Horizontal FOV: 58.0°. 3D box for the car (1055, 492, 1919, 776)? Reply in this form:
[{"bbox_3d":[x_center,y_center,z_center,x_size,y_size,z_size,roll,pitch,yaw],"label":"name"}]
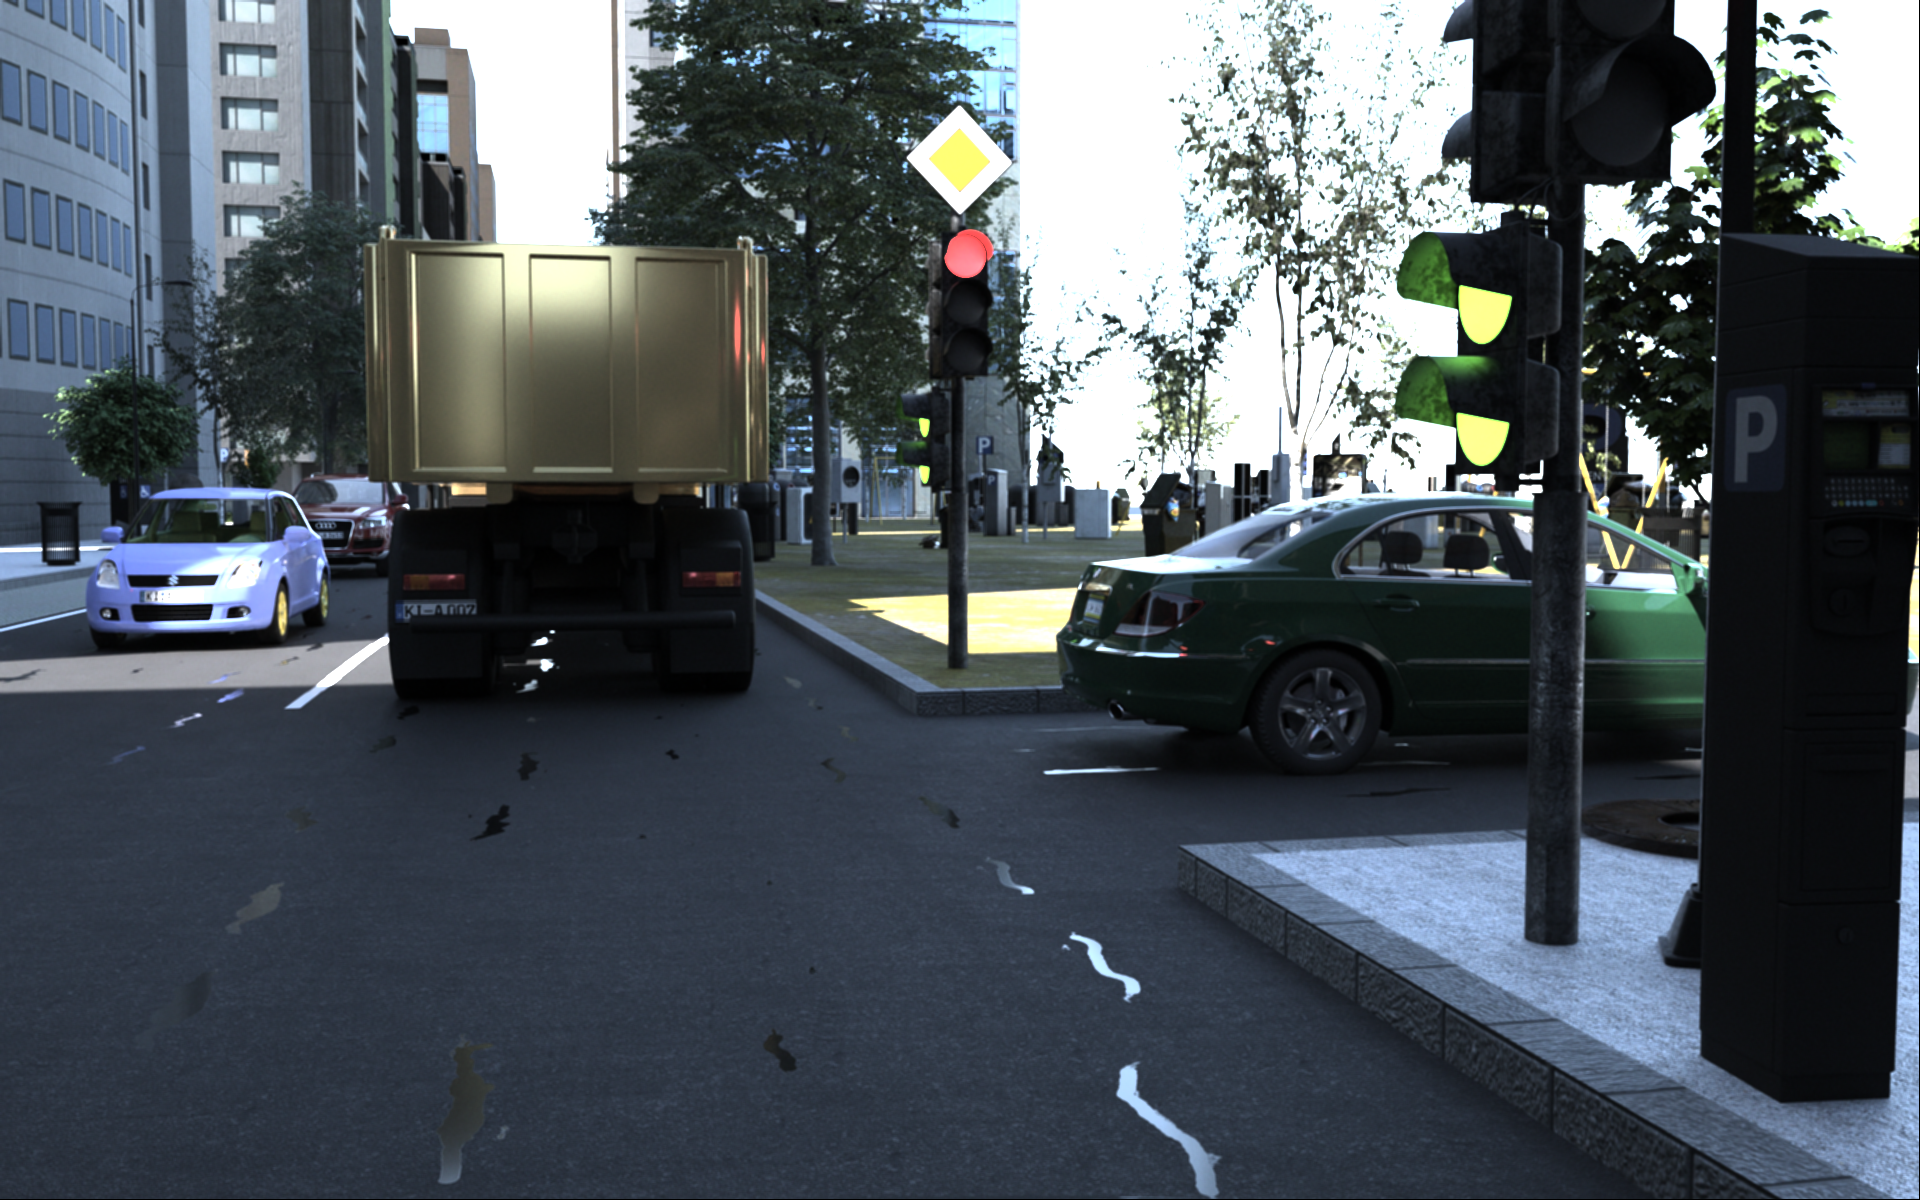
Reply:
[{"bbox_3d":[3.008,0.116,9.900,4.920,1.459,2.131,-1,4,-11],"label":"car"}]

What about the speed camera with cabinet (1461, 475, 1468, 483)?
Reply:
[{"bbox_3d":[26.487,-6.042,93.129,2.038,3.252,0.660,-1,4,-21],"label":"speed camera with cabinet"}]

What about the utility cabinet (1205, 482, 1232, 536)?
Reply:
[{"bbox_3d":[4.756,-1.413,31.784,0.318,1.500,1.173,1,4,18],"label":"utility cabinet"}]

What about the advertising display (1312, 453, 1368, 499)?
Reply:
[{"bbox_3d":[6.010,-1.361,27.463,0.123,1.923,0.974,-3,5,-41],"label":"advertising display"}]

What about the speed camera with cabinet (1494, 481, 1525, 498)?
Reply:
[{"bbox_3d":[20.127,-4.217,63.287,0.660,3.252,2.038,0,4,-1],"label":"speed camera with cabinet"}]

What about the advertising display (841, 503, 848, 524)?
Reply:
[{"bbox_3d":[-4.803,-4.217,74.155,0.123,1.923,0.974,-3,4,-37],"label":"advertising display"}]

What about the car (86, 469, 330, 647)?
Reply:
[{"bbox_3d":[-7.488,-0.480,17.445,1.945,1.707,3.694,-1,4,-11],"label":"car"}]

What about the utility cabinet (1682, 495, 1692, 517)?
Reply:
[{"bbox_3d":[32.686,-4.125,78.608,0.306,1.237,1.020,-1,4,-23],"label":"utility cabinet"}]

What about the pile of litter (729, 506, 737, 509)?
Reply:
[{"bbox_3d":[-8.154,-3.068,64.119,1.176,0.858,1.719,2,4,30],"label":"pile of litter"}]

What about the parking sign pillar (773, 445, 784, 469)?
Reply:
[{"bbox_3d":[-6.303,-4.245,57.879,1.447,3.967,1.447,1,4,14],"label":"parking sign pillar"}]

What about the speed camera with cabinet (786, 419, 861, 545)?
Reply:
[{"bbox_3d":[-3.488,-3.066,44.467,2.038,3.252,0.660,-3,5,-43],"label":"speed camera with cabinet"}]

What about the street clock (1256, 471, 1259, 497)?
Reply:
[{"bbox_3d":[9.332,-2.992,53.496,0.358,2.002,0.471,2,4,32],"label":"street clock"}]

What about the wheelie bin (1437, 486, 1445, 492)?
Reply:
[{"bbox_3d":[18.914,-3.642,67.461,0.980,1.594,0.693,-3,4,-38],"label":"wheelie bin"}]

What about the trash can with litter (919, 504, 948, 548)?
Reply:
[{"bbox_3d":[-0.458,-1.806,40.910,1.055,1.170,0.624,1,4,19],"label":"trash can with litter"}]

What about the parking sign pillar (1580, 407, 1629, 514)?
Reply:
[{"bbox_3d":[13.737,-2.997,37.478,1.447,3.967,1.447,1,4,11],"label":"parking sign pillar"}]

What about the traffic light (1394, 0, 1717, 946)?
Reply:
[{"bbox_3d":[1.684,-0.976,4.872,0.839,4.253,0.868,-1,4,-12],"label":"traffic light"}]

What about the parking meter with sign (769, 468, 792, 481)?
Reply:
[{"bbox_3d":[-5.320,-3.362,51.233,0.543,3.016,1.738,3,5,43],"label":"parking meter with sign"}]

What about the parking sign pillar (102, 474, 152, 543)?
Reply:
[{"bbox_3d":[-22.065,-3.521,46.039,1.447,3.967,1.447,2,4,34],"label":"parking sign pillar"}]

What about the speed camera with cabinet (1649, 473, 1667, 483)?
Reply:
[{"bbox_3d":[30.151,-4.893,74.331,0.660,3.252,2.038,2,4,27],"label":"speed camera with cabinet"}]

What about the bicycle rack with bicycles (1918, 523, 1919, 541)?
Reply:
[{"bbox_3d":[24.369,-1.964,45.498,2.925,0.926,2.852,2,4,25],"label":"bicycle rack with bicycles"}]

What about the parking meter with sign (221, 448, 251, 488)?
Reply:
[{"bbox_3d":[-27.042,-4.221,65.269,1.738,3.016,0.543,1,4,16],"label":"parking meter with sign"}]

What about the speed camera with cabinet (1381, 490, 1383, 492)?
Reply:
[{"bbox_3d":[15.280,-4.420,66.605,2.038,3.252,0.660,1,4,17],"label":"speed camera with cabinet"}]

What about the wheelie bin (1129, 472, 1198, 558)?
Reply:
[{"bbox_3d":[3.071,-1.074,25.472,0.693,1.594,0.980,-1,4,-23],"label":"wheelie bin"}]

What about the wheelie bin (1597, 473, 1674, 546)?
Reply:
[{"bbox_3d":[10.029,-1.105,25.983,0.980,1.594,0.693,-2,4,-27],"label":"wheelie bin"}]

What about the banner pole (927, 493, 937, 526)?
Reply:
[{"bbox_3d":[-1.109,-4.896,70.063,0.401,3.779,0.863,-1,4,-9],"label":"banner pole"}]

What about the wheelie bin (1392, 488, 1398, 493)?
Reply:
[{"bbox_3d":[21.504,-4.803,86.442,0.693,1.594,0.980,2,4,32],"label":"wheelie bin"}]

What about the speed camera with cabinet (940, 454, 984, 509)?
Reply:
[{"bbox_3d":[0.176,-5.043,76.783,2.038,3.252,0.660,1,4,15],"label":"speed camera with cabinet"}]

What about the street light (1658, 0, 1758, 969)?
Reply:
[{"bbox_3d":[1.562,-1.955,4.502,1.470,5.913,1.316,-1,4,-12],"label":"street light"}]

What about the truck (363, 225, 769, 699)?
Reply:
[{"bbox_3d":[-3.524,-1.223,15.915,3.469,3.379,9.791,-1,4,-12],"label":"truck"}]

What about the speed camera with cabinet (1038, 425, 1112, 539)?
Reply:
[{"bbox_3d":[3.303,-3.387,49.719,2.038,3.252,0.660,1,4,15],"label":"speed camera with cabinet"}]

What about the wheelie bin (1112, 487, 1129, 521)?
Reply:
[{"bbox_3d":[7.602,-4.530,81.980,0.980,1.594,0.693,-3,4,-37],"label":"wheelie bin"}]

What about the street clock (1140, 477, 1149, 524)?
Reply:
[{"bbox_3d":[7.960,-4.295,74.791,0.358,2.002,0.471,3,4,37],"label":"street clock"}]

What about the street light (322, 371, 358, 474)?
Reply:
[{"bbox_3d":[-23.342,-5.667,65.190,1.470,5.913,1.316,-1,4,-12],"label":"street light"}]

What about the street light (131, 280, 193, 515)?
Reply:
[{"bbox_3d":[-17.319,-3.979,37.601,1.470,5.913,1.316,-1,4,-12],"label":"street light"}]

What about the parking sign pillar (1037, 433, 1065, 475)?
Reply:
[{"bbox_3d":[3.980,-5.353,75.994,1.447,3.967,1.447,-3,5,-43],"label":"parking sign pillar"}]

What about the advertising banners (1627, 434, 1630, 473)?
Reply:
[{"bbox_3d":[19.130,-3.249,49.309,0.090,3.025,2.074,1,4,12],"label":"advertising banners"}]

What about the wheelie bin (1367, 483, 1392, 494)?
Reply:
[{"bbox_3d":[11.313,-2.444,47.870,0.693,1.594,0.980,3,5,43],"label":"wheelie bin"}]

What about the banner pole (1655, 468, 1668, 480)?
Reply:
[{"bbox_3d":[25.660,-4.474,63.165,0.863,3.779,0.401,-2,4,-24],"label":"banner pole"}]

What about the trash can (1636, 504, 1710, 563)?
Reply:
[{"bbox_3d":[7.903,-0.465,19.255,0.748,1.137,0.748,0,3,0],"label":"trash can"}]

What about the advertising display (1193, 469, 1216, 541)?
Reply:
[{"bbox_3d":[6.318,-2.418,44.749,0.123,1.923,0.974,3,4,39],"label":"advertising display"}]

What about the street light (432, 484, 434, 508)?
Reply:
[{"bbox_3d":[-33.663,-8.554,112.400,1.470,5.913,1.316,-1,4,-12],"label":"street light"}]

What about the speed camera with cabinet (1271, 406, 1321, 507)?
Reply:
[{"bbox_3d":[7.485,-2.688,38.284,0.660,3.252,2.038,-1,4,-9],"label":"speed camera with cabinet"}]

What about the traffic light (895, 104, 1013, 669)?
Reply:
[{"bbox_3d":[-0.034,-1.453,12.670,0.839,4.253,0.868,-1,4,-12],"label":"traffic light"}]

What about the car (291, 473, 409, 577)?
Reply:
[{"bbox_3d":[-11.152,-1.395,31.487,2.281,1.827,5.304,-1,4,-12],"label":"car"}]

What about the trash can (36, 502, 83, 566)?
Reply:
[{"bbox_3d":[-16.173,-1.192,31.136,0.748,1.137,0.748,0,3,0],"label":"trash can"}]

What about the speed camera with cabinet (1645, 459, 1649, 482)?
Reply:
[{"bbox_3d":[37.533,-6.137,94.681,0.660,3.252,2.038,3,5,40],"label":"speed camera with cabinet"}]

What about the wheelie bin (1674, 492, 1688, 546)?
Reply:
[{"bbox_3d":[17.390,-2.120,42.577,0.980,1.594,0.693,0,4,2],"label":"wheelie bin"}]

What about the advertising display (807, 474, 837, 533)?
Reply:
[{"bbox_3d":[-4.520,-3.151,56.740,0.974,1.923,0.123,-1,4,-20],"label":"advertising display"}]

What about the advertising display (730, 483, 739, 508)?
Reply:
[{"bbox_3d":[-9.299,-4.170,73.401,0.974,1.923,0.123,-3,5,-44],"label":"advertising display"}]

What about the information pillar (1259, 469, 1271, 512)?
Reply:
[{"bbox_3d":[8.863,-2.804,50.345,0.304,2.012,0.304,2,4,25],"label":"information pillar"}]

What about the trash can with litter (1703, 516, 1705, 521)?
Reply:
[{"bbox_3d":[36.181,-4.385,83.083,1.055,1.170,0.624,2,4,33],"label":"trash can with litter"}]

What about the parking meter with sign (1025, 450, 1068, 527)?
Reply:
[{"bbox_3d":[3.400,-4.425,68.604,1.738,3.016,0.543,-1,4,-9],"label":"parking meter with sign"}]

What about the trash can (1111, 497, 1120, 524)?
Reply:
[{"bbox_3d":[6.432,-3.801,73.793,0.748,1.137,0.748,0,3,0],"label":"trash can"}]

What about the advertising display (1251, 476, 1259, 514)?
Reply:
[{"bbox_3d":[10.632,-3.442,61.492,0.123,1.923,0.974,-3,5,-42],"label":"advertising display"}]

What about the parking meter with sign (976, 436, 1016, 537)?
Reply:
[{"bbox_3d":[1.147,-3.469,52.982,0.543,3.016,1.738,2,4,29],"label":"parking meter with sign"}]

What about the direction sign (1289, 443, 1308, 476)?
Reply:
[{"bbox_3d":[14.936,-5.167,76.484,0.876,3.537,0.379,3,4,36],"label":"direction sign"}]

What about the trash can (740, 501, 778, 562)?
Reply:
[{"bbox_3d":[-3.843,-1.311,33.083,0.748,1.137,0.748,0,3,0],"label":"trash can"}]

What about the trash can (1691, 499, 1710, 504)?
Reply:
[{"bbox_3d":[21.592,-2.359,50.225,0.748,1.137,0.748,0,3,0],"label":"trash can"}]
